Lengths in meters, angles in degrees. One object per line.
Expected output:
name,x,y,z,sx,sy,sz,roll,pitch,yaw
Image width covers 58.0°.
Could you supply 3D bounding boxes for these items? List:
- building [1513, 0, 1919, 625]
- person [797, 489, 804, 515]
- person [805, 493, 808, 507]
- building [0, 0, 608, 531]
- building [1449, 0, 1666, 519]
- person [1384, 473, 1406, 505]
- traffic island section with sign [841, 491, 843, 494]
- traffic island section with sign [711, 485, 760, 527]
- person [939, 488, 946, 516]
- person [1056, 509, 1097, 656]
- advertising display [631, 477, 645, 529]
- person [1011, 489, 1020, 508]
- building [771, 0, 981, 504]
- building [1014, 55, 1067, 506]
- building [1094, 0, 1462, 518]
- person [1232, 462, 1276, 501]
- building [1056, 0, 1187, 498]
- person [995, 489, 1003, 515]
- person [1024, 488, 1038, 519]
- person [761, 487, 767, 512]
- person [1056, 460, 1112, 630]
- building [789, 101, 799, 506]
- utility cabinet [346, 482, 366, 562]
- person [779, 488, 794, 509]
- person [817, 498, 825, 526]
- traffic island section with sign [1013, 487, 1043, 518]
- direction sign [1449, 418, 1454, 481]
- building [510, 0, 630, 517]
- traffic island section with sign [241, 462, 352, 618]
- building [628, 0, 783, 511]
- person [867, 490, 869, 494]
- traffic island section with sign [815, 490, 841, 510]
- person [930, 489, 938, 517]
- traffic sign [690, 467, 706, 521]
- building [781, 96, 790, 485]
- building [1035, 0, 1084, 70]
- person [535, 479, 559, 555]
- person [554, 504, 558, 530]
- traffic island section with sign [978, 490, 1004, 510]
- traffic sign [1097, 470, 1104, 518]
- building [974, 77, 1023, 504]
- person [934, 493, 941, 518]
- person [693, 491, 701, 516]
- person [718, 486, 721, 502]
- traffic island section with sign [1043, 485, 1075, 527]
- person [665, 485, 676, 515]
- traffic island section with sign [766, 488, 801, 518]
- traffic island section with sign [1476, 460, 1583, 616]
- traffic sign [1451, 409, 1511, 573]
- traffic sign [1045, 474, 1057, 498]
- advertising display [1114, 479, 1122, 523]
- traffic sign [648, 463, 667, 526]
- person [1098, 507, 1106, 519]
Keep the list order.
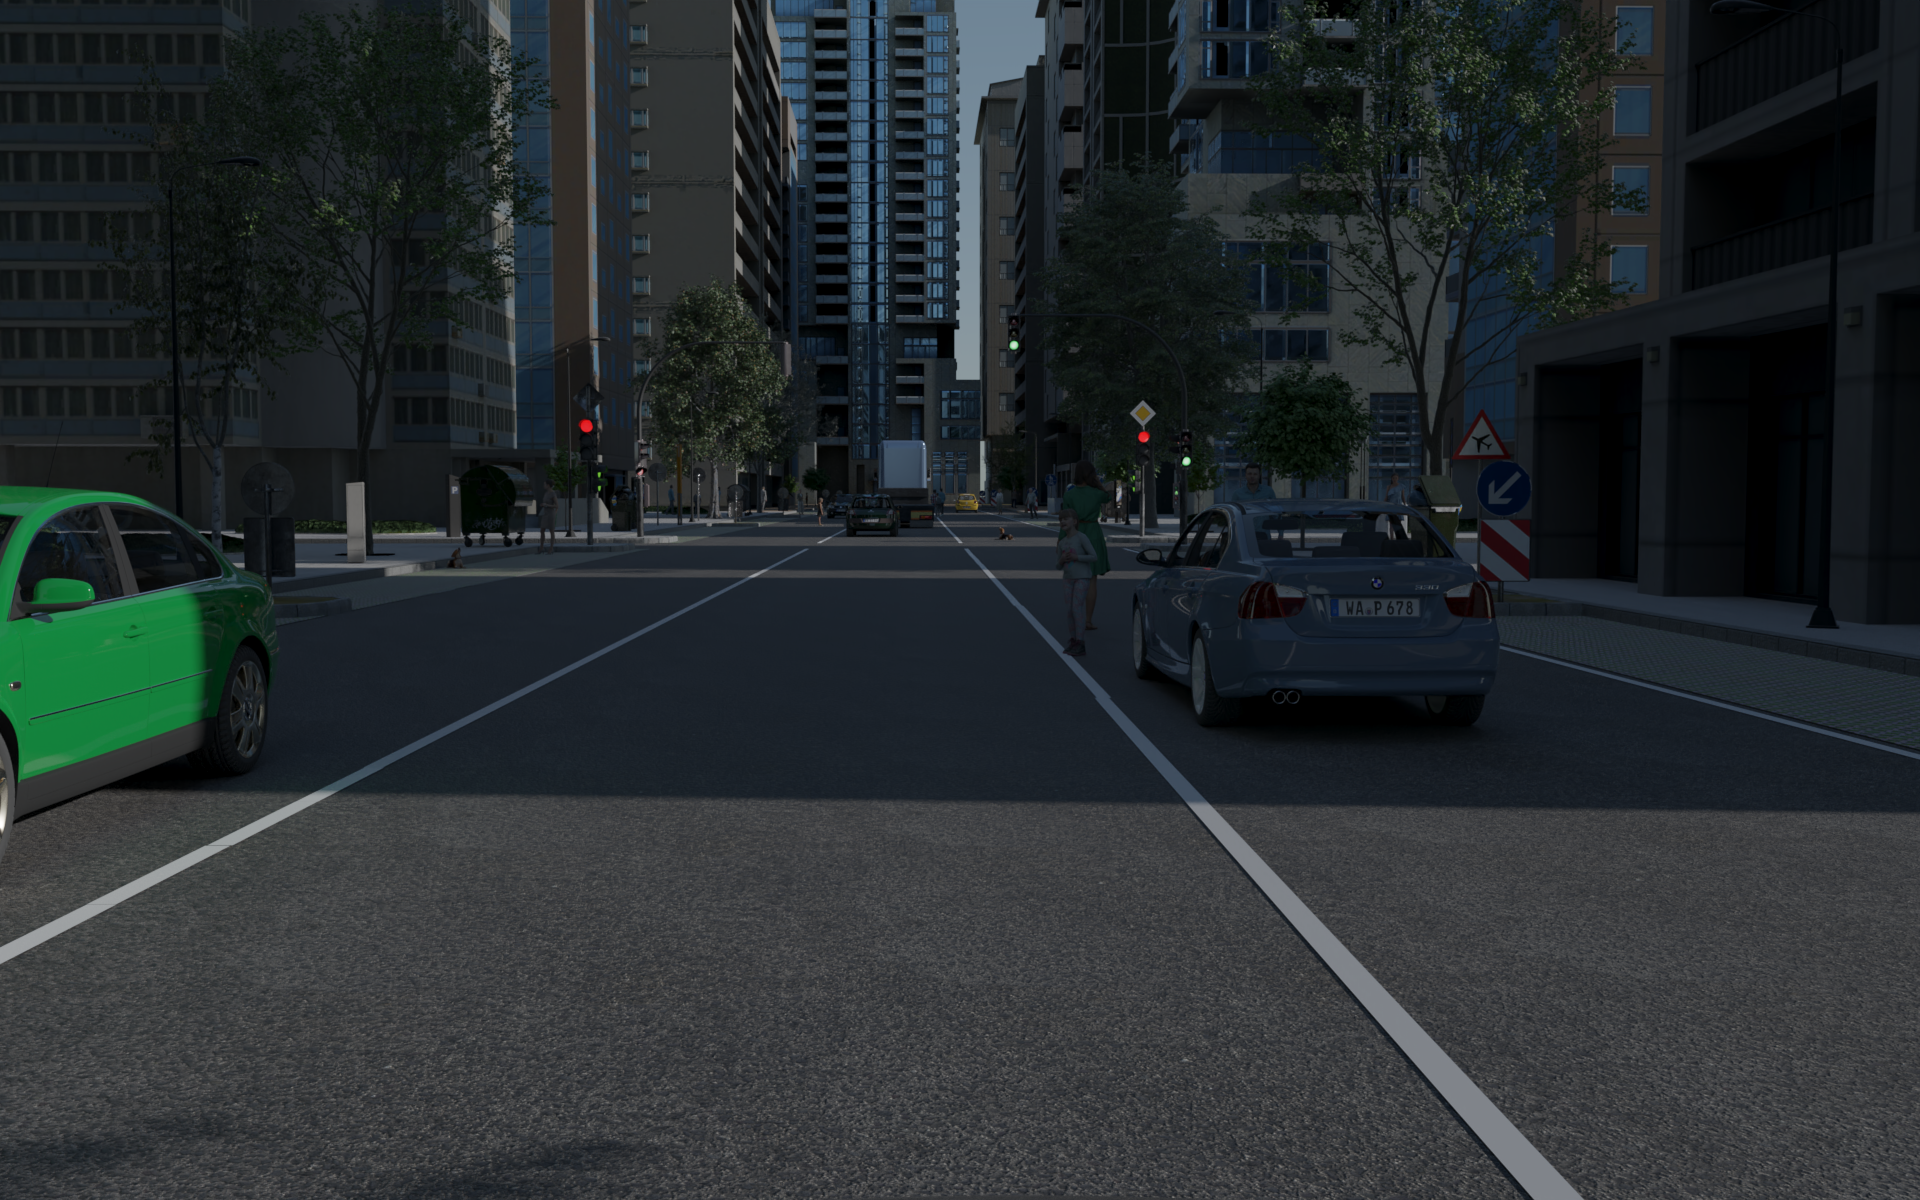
building,19.105,-35.270,14.919,20.563,71.187,20.611,0,4,-1
person,-10.944,-6.723,118.966,0.519,1.759,0.362,-3,4,-36
person,-15.589,-10.198,176.034,0.557,1.426,1.065,0,4,3
building,-31.950,-23.150,70.383,32.217,40.220,23.993,0,4,-1
building,26.614,-25.168,61.607,14.200,45.320,14.600,0,4,-1
person,10.744,-2.246,42.862,0.616,1.811,0.778,2,4,33
traffic island section with sign,-12.518,-10.538,180.918,1.989,1.847,2.006,0,4,-1
traffic island section with sign,-9.848,-4.137,76.263,1.989,1.847,2.006,0,4,-1
person,-1.199,-6.393,113.040,0.660,1.820,0.620,-3,5,-44
person,1.019,-0.164,15.453,0.425,1.301,0.394,2,4,25
advertising display,-11.950,-3.612,64.277,0.123,1.923,0.974,1,4,13
person,5.045,-9.181,156.683,0.750,1.759,0.617,-3,5,-45
building,-13.177,-55.643,222.428,31.000,86.520,22.319,0,4,-1
building,17.180,-34.566,188.860,21.300,48.544,21.600,0,4,-1
building,20.818,-48.288,102.180,22.319,86.520,31.000,0,4,-1
person,3.680,-0.793,21.492,0.660,1.820,0.620,0,4,4
building,18.918,-42.901,139.688,20.563,71.187,20.611,0,4,-1
person,2.780,-6.842,120.590,0.478,1.798,0.641,3,5,40
person,4.020,-5.466,98.362,0.782,1.767,0.515,3,4,37
person,-14.045,-7.157,123.181,0.709,1.813,0.853,1,4,16
person,1.319,-0.591,18.417,0.600,1.795,0.529,0,4,3
building,-25.487,-33.114,191.521,14.200,45.320,14.600,0,4,-1
utility cabinet,-11.346,-1.457,32.507,0.318,1.500,1.173,-1,4,-17
person,-15.215,-8.920,151.980,1.348,1.812,0.705,0,4,4
person,-6.339,-4.021,78.916,0.373,1.253,0.362,0,4,-7
traffic island section with sign,4.173,-5.807,103.573,1.989,1.847,2.006,0,4,-1
direction sign,14.668,-3.656,51.774,0.379,3.537,0.876,1,4,11
building,-26.606,-27.358,97.418,14.600,45.320,14.200,0,4,-1
traffic island section with sign,-8.431,-0.738,20.691,1.989,1.847,2.006,0,4,-1
building,-27.774,-32.687,158.138,21.300,48.544,21.600,0,4,-1
person,-6.279,-6.643,118.117,0.512,1.701,0.522,2,4,33
traffic island section with sign,-11.820,-8.854,153.394,1.989,1.847,2.006,0,4,-1
person,-1.560,-5.933,106.337,0.563,1.720,0.643,1,4,10
traffic sign,-12.465,-5.038,82.470,0.768,2.556,0.104,0,4,6
building,-25.519,-32.182,176.293,14.600,45.320,14.200,0,4,-1
building,22.328,-35.175,164.352,28.713,52.752,27.495,0,4,-1
person,-9.714,-1.949,40.714,0.599,1.781,0.374,3,5,43
person,-14.341,-3.105,61.056,0.306,1.304,0.590,-1,4,-16
traffic island section with sign,2.895,-8.883,153.866,1.989,1.847,2.006,0,4,-1
traffic sign,7.030,-5.248,85.914,0.768,2.556,0.104,0,4,1
building,15.992,-39.056,227.803,27.495,52.752,28.713,0,4,-1
person,-1.377,-5.774,105.507,0.523,1.515,0.503,1,4,11
person,-15.386,-5.669,101.328,0.503,1.515,0.523,-1,4,-16
person,-16.278,-6.705,115.929,0.793,1.790,0.793,2,4,24
traffic island section with sign,4.874,-4.159,76.627,1.989,1.847,2.006,0,4,-1
person,-17.642,-6.088,105.450,0.748,1.841,0.638,-1,4,-19
traffic island section with sign,-10.558,-5.826,103.876,1.989,1.847,2.006,0,4,-1
traffic island section with sign,6.273,-0.766,21.152,1.989,1.847,2.006,0,4,-1
traffic sign,7.990,-1.627,26.601,0.884,2.594,0.081,0,4,7
traffic sign,5.881,-6.836,111.870,0.768,2.556,0.104,0,4,4
advertising display,6.972,-4.360,76.496,0.123,1.923,0.974,1,4,19
traffic sign,-12.317,-4.308,70.535,0.768,2.556,0.104,0,4,-1
person,7.277,-4.801,88.782,0.590,1.304,0.306,-1,4,-21
